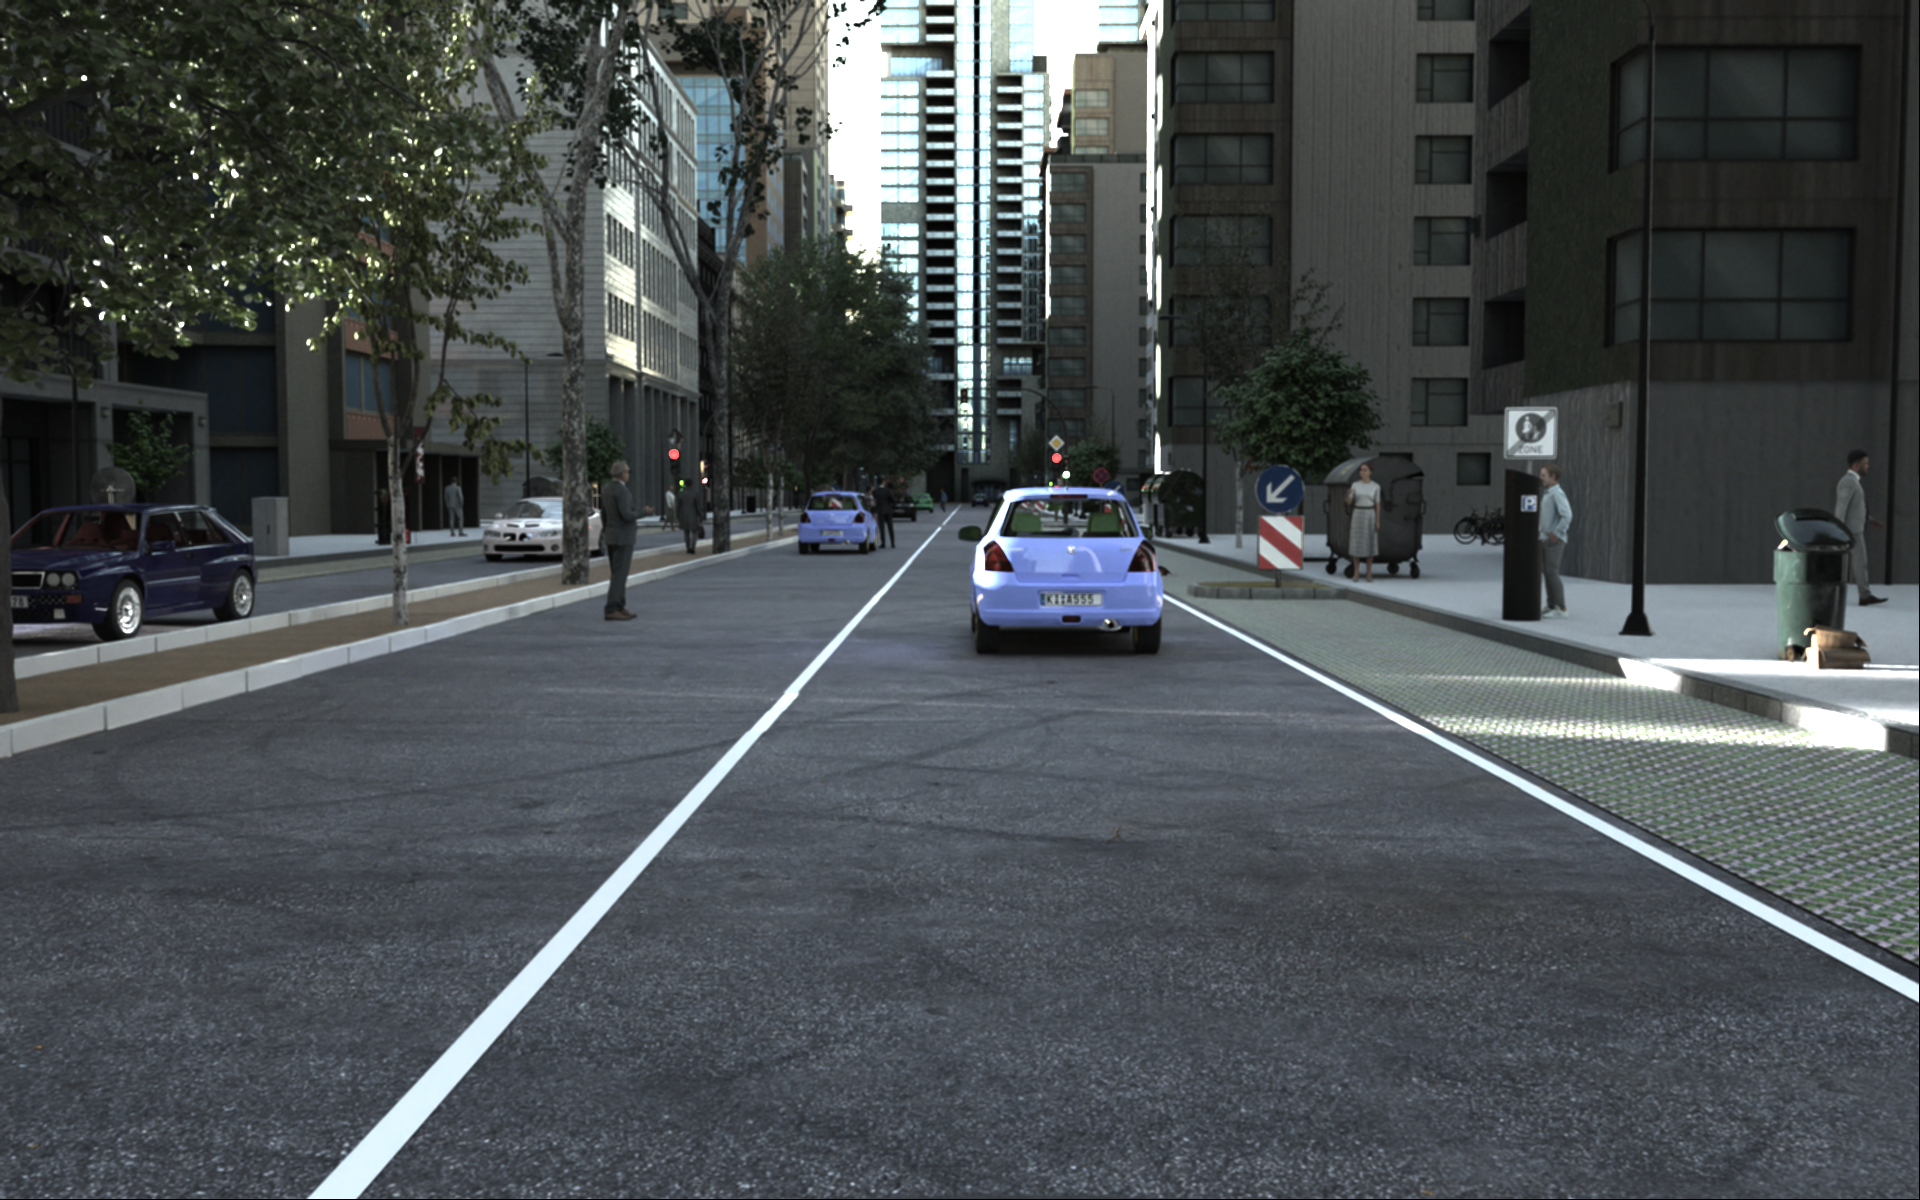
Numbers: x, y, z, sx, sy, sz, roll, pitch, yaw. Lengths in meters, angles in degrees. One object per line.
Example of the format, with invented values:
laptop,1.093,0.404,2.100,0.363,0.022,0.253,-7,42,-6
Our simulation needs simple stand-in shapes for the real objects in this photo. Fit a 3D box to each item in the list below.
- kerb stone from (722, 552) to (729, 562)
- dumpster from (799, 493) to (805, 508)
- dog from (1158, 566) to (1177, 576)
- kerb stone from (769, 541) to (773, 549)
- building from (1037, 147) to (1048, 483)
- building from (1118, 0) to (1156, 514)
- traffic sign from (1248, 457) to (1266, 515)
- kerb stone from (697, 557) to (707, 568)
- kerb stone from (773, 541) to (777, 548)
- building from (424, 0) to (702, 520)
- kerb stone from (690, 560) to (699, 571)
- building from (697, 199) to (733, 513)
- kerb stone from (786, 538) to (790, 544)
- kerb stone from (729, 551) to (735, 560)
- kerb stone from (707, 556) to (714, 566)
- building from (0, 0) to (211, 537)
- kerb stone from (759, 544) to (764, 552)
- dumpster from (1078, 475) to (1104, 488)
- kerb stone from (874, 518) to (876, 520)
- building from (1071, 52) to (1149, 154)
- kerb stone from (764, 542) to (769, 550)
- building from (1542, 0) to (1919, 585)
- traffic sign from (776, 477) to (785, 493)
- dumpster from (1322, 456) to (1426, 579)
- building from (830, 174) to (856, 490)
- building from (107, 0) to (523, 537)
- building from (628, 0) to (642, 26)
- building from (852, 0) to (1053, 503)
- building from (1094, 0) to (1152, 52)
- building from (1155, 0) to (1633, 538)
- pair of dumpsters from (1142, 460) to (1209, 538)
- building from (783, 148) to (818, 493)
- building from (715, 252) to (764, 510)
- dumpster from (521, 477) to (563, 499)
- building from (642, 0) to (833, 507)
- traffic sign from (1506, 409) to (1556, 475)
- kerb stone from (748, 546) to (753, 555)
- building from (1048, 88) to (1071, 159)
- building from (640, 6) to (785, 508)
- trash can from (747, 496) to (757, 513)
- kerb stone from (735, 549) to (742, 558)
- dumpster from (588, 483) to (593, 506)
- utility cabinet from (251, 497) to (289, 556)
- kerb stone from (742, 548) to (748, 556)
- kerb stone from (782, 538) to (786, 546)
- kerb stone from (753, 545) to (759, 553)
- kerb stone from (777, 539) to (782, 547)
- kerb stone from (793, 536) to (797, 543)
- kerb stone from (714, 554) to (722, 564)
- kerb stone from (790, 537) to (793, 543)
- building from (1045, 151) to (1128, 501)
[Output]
kerb stone,-5.075,-0.884,36.644,0.120,0.150,1.000,0,4,0
dumpster,-13.893,-9.229,156.651,1.264,1.857,1.865,0,4,0
dog,3.384,-0.614,30.232,0.748,0.427,0.550,3,5,44
kerb stone,-5.024,-1.385,44.847,0.120,0.150,1.000,0,4,0
building,20.845,-34.295,215.341,22.147,44.769,28.867,0,4,0
building,25.673,-26.068,118.086,32.217,40.220,23.993,0,4,0
traffic sign,6.520,-2.266,37.060,0.884,2.594,0.081,0,4,5
kerb stone,-5.092,-0.695,33.552,0.120,0.150,1.000,0,4,0
kerb stone,-5.019,-1.448,45.874,0.120,0.150,1.000,0,4,0
building,-22.845,-19.728,100.043,11.434,29.767,29.804,0,4,0
kerb stone,-5.094,-0.627,32.531,0.120,0.150,1.000,0,4,0
building,-23.462,-17.941,123.018,12.332,23.373,15.834,0,4,0
kerb stone,-5.002,-1.636,48.942,0.120,0.150,1.000,0,4,0
kerb stone,-5.070,-0.946,37.666,0.120,0.150,1.000,0,4,0
kerb stone,-5.087,-0.756,34.577,0.120,0.150,1.000,0,4,0
building,-28.496,-36.538,35.653,20.563,71.187,20.611,0,4,0
kerb stone,-5.032,-1.260,42.797,0.120,0.150,1.000,0,4,0
dumpster,6.670,-5.205,87.588,1.502,2.255,1.985,0,4,0
kerb stone,-4.691,-4.679,98.698,0.120,0.150,1.000,0,4,0
building,17.415,-29.400,164.285,14.154,41.232,14.086,0,4,0
kerb stone,-5.025,-1.323,43.825,0.120,0.150,1.000,0,4,0
building,16.523,-15.828,30.488,14.160,30.474,14.107,0,4,0
traffic sign,-13.689,-8.016,131.073,0.884,2.594,0.081,1,4,9
dumpster,6.445,-1.297,26.957,1.264,1.857,1.865,0,4,0
building,-30.530,-38.877,255.247,30.456,49.044,23.786,0,4,0
building,-31.912,-24.624,57.222,28.867,44.769,22.147,0,4,0
building,-26.950,-45.399,180.529,20.563,71.187,20.611,0,4,0
building,0.261,-57.520,253.126,31.000,86.520,22.319,0,4,0
building,31.257,-57.476,252.398,31.000,86.520,22.319,0,4,0
building,13.772,-17.689,60.913,14.160,30.474,14.107,0,4,0
pair of dumpsters,6.480,-3.043,52.245,1.574,2.255,4.437,0,4,0
building,-23.845,-31.517,198.901,14.154,41.232,14.086,0,4,0
building,-23.522,-18.429,143.111,13.314,21.916,24.055,0,4,0
dumpster,-14.254,-3.285,59.475,1.264,1.857,1.865,0,4,0
building,-27.367,-47.759,219.105,20.611,71.187,20.563,0,4,0
traffic sign,6.731,-1.124,20.507,0.606,2.300,0.079,0,4,1
kerb stone,-5.059,-1.131,40.752,0.120,0.150,1.000,0,4,0
building,21.469,-32.475,185.589,22.147,44.769,28.867,0,4,0
building,-24.344,-31.426,163.929,14.600,45.320,14.200,0,4,0
trash can,-14.094,-6.443,116.994,0.748,1.137,0.748,0,3,0
kerb stone,-5.060,-1.009,38.697,0.120,0.150,1.000,0,4,0
dumpster,-14.246,-3.532,63.506,1.264,1.857,1.865,0,4,0
utility cabinet,-14.333,-1.518,35.980,1.020,1.237,0.306,3,5,41
kerb stone,-5.052,-1.072,39.720,0.120,0.150,1.000,0,4,0
kerb stone,-5.005,-1.569,47.918,0.120,0.150,1.000,0,4,0
kerb stone,-5.041,-1.196,41.774,0.120,0.150,1.000,0,4,0
kerb stone,-5.014,-1.511,46.896,0.120,0.150,1.000,0,4,0
kerb stone,-4.986,-1.758,50.988,0.120,0.150,1.000,0,4,0
kerb stone,-5.076,-0.820,35.610,0.120,0.150,1.000,0,4,0
kerb stone,-4.990,-1.699,49.966,0.120,0.150,1.000,0,4,0
building,14.348,-23.139,150.019,14.160,30.474,14.107,0,4,0
